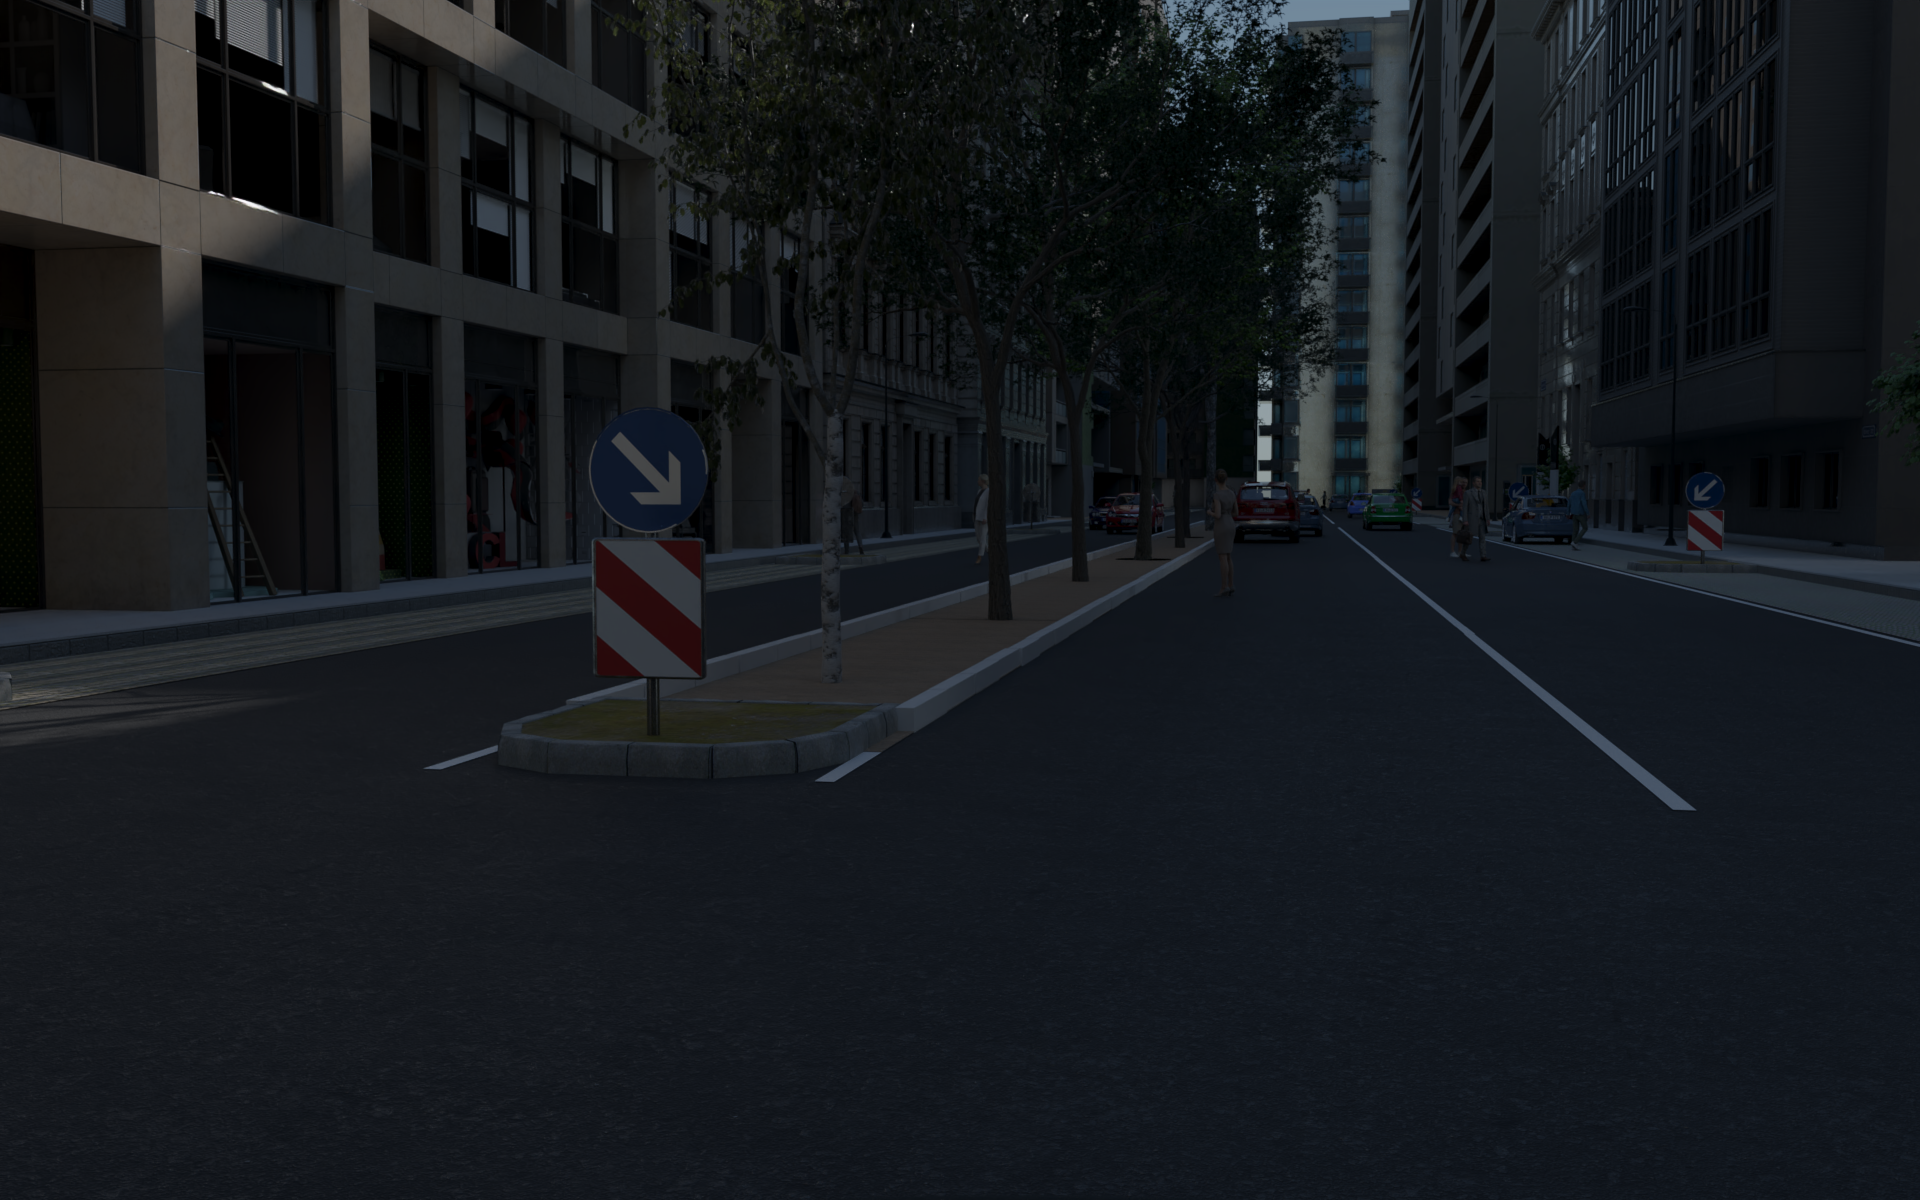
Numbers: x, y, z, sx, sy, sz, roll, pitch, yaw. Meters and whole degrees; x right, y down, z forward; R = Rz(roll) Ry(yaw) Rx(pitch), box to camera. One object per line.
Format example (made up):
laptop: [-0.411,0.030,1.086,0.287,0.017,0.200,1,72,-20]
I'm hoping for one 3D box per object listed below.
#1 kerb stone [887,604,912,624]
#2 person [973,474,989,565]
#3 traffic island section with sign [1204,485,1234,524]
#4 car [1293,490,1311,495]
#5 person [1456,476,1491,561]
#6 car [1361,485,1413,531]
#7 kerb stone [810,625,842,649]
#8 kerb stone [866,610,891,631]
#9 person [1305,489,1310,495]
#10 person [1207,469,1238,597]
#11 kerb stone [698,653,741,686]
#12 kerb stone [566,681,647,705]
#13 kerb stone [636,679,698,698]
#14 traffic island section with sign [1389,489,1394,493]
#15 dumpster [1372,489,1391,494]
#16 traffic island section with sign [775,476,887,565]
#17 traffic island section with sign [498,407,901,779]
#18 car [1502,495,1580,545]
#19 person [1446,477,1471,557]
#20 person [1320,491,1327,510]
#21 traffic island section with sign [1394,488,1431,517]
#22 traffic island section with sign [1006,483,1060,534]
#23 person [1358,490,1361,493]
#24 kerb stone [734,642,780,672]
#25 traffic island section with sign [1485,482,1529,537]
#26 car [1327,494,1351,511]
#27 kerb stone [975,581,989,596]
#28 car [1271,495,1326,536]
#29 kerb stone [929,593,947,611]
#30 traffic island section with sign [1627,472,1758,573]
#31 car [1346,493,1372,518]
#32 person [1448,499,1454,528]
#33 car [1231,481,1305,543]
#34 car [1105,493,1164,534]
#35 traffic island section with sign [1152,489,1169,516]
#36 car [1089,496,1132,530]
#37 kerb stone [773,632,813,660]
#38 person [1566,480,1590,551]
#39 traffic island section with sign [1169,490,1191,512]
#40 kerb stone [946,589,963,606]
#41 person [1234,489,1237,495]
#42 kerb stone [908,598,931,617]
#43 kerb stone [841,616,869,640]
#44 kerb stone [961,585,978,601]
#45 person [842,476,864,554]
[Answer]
kerb stone: [-0.735,0.177,19.338,0.120,0.150,1.000,1,4,11]
person: [0.512,-1.655,35.436,0.514,1.842,0.818,3,4,38]
traffic island section with sign: [12.848,-4.608,83.481,2.006,1.907,1.989,1,4,11]
car: [29.260,-8.628,149.740,2.281,1.827,5.304,1,4,9]
person: [10.991,-1.731,36.900,0.694,1.812,0.767,-1,4,-19]
car: [17.078,-3.699,69.277,1.959,1.807,4.718,1,4,10]
kerb stone: [-1.322,0.364,16.311,0.120,0.150,1.000,1,4,11]
kerb stone: [-0.927,0.236,18.330,0.120,0.150,1.000,1,4,11]
person: [17.588,-4.785,87.654,0.530,1.710,0.541,2,4,29]
person: [3.656,-0.936,24.149,0.374,1.781,0.599,3,5,43]
kerb stone: [-1.915,0.544,13.297,0.120,0.150,1.000,1,4,11]
kerb stone: [-2.301,0.671,11.283,0.120,0.150,1.000,1,4,11]
kerb stone: [-2.108,0.610,12.294,0.120,0.150,1.000,1,4,11]
traffic island section with sign: [33.470,-7.692,134.398,1.989,1.847,2.006,1,4,11]
dumpster: [35.393,-8.370,145.064,1.865,1.857,1.264,1,4,10]
traffic island section with sign: [-2.588,-1.658,35.732,1.989,1.847,2.006,1,4,11]
traffic island section with sign: [-1.513,-0.097,9.722,2.006,1.907,1.989,1,4,11]
car: [16.828,-2.340,50.261,2.014,1.417,4.499,1,4,11]
person: [11.321,-1.884,39.275,0.573,1.828,0.580,2,4,25]
person: [32.650,-8.946,155.562,0.721,1.735,1.217,3,4,37]
traffic island section with sign: [28.298,-6.074,107.942,1.989,1.847,2.006,1,4,11]
traffic island section with sign: [2.565,-3.277,62.209,1.989,1.847,2.006,1,4,11]
person: [28.619,-7.012,123.866,1.217,1.735,0.721,-2,4,-31]
kerb stone: [-1.713,0.483,14.304,0.120,0.150,1.000,1,4,11]
traffic island section with sign: [18.704,-3.060,58.663,1.989,1.847,2.006,1,4,11]
car: [31.673,-8.102,144.467,2.014,1.417,4.499,1,4,12]
kerb stone: [0.240,-0.133,24.370,0.120,0.150,1.000,1,4,11]
car: [11.672,-2.936,60.011,2.014,1.417,4.499,1,4,11]
kerb stone: [-0.344,0.054,21.346,0.120,0.150,1.000,1,4,11]
traffic island section with sign: [13.554,-1.442,32.203,1.989,1.847,2.006,1,4,11]
car: [24.062,-5.747,103.552,1.945,1.707,3.694,1,4,11]
person: [20.546,-3.634,72.201,0.394,1.301,0.425,1,4,9]
car: [9.279,-2.679,52.476,2.281,1.827,5.304,1,4,11]
car: [6.417,-3.317,63.277,2.155,1.783,4.494,1,4,12]
traffic island section with sign: [12.242,-6.316,111.888,1.989,1.847,2.006,1,4,11]
car: [6.257,-3.536,70.388,1.945,1.354,3.894,1,4,11]
kerb stone: [-1.518,0.421,15.308,0.120,0.150,1.000,1,4,11]
person: [15.562,-2.128,43.637,0.444,1.785,0.601,-1,4,-15]
traffic island section with sign: [17.398,-7.934,138.347,1.989,1.847,2.006,1,4,11]
kerb stone: [-0.153,-0.007,22.350,0.120,0.150,1.000,1,4,11]
person: [14.757,-5.152,93.412,0.551,1.740,0.621,0,4,2]
kerb stone: [-0.539,0.113,20.342,0.120,0.150,1.000,1,4,11]
kerb stone: [-1.120,0.298,17.320,0.120,0.150,1.000,1,4,11]
kerb stone: [0.054,-0.071,23.361,0.120,0.150,1.000,1,4,11]
person: [-2.496,-1.877,39.147,0.622,1.834,0.822,-1,4,-21]
